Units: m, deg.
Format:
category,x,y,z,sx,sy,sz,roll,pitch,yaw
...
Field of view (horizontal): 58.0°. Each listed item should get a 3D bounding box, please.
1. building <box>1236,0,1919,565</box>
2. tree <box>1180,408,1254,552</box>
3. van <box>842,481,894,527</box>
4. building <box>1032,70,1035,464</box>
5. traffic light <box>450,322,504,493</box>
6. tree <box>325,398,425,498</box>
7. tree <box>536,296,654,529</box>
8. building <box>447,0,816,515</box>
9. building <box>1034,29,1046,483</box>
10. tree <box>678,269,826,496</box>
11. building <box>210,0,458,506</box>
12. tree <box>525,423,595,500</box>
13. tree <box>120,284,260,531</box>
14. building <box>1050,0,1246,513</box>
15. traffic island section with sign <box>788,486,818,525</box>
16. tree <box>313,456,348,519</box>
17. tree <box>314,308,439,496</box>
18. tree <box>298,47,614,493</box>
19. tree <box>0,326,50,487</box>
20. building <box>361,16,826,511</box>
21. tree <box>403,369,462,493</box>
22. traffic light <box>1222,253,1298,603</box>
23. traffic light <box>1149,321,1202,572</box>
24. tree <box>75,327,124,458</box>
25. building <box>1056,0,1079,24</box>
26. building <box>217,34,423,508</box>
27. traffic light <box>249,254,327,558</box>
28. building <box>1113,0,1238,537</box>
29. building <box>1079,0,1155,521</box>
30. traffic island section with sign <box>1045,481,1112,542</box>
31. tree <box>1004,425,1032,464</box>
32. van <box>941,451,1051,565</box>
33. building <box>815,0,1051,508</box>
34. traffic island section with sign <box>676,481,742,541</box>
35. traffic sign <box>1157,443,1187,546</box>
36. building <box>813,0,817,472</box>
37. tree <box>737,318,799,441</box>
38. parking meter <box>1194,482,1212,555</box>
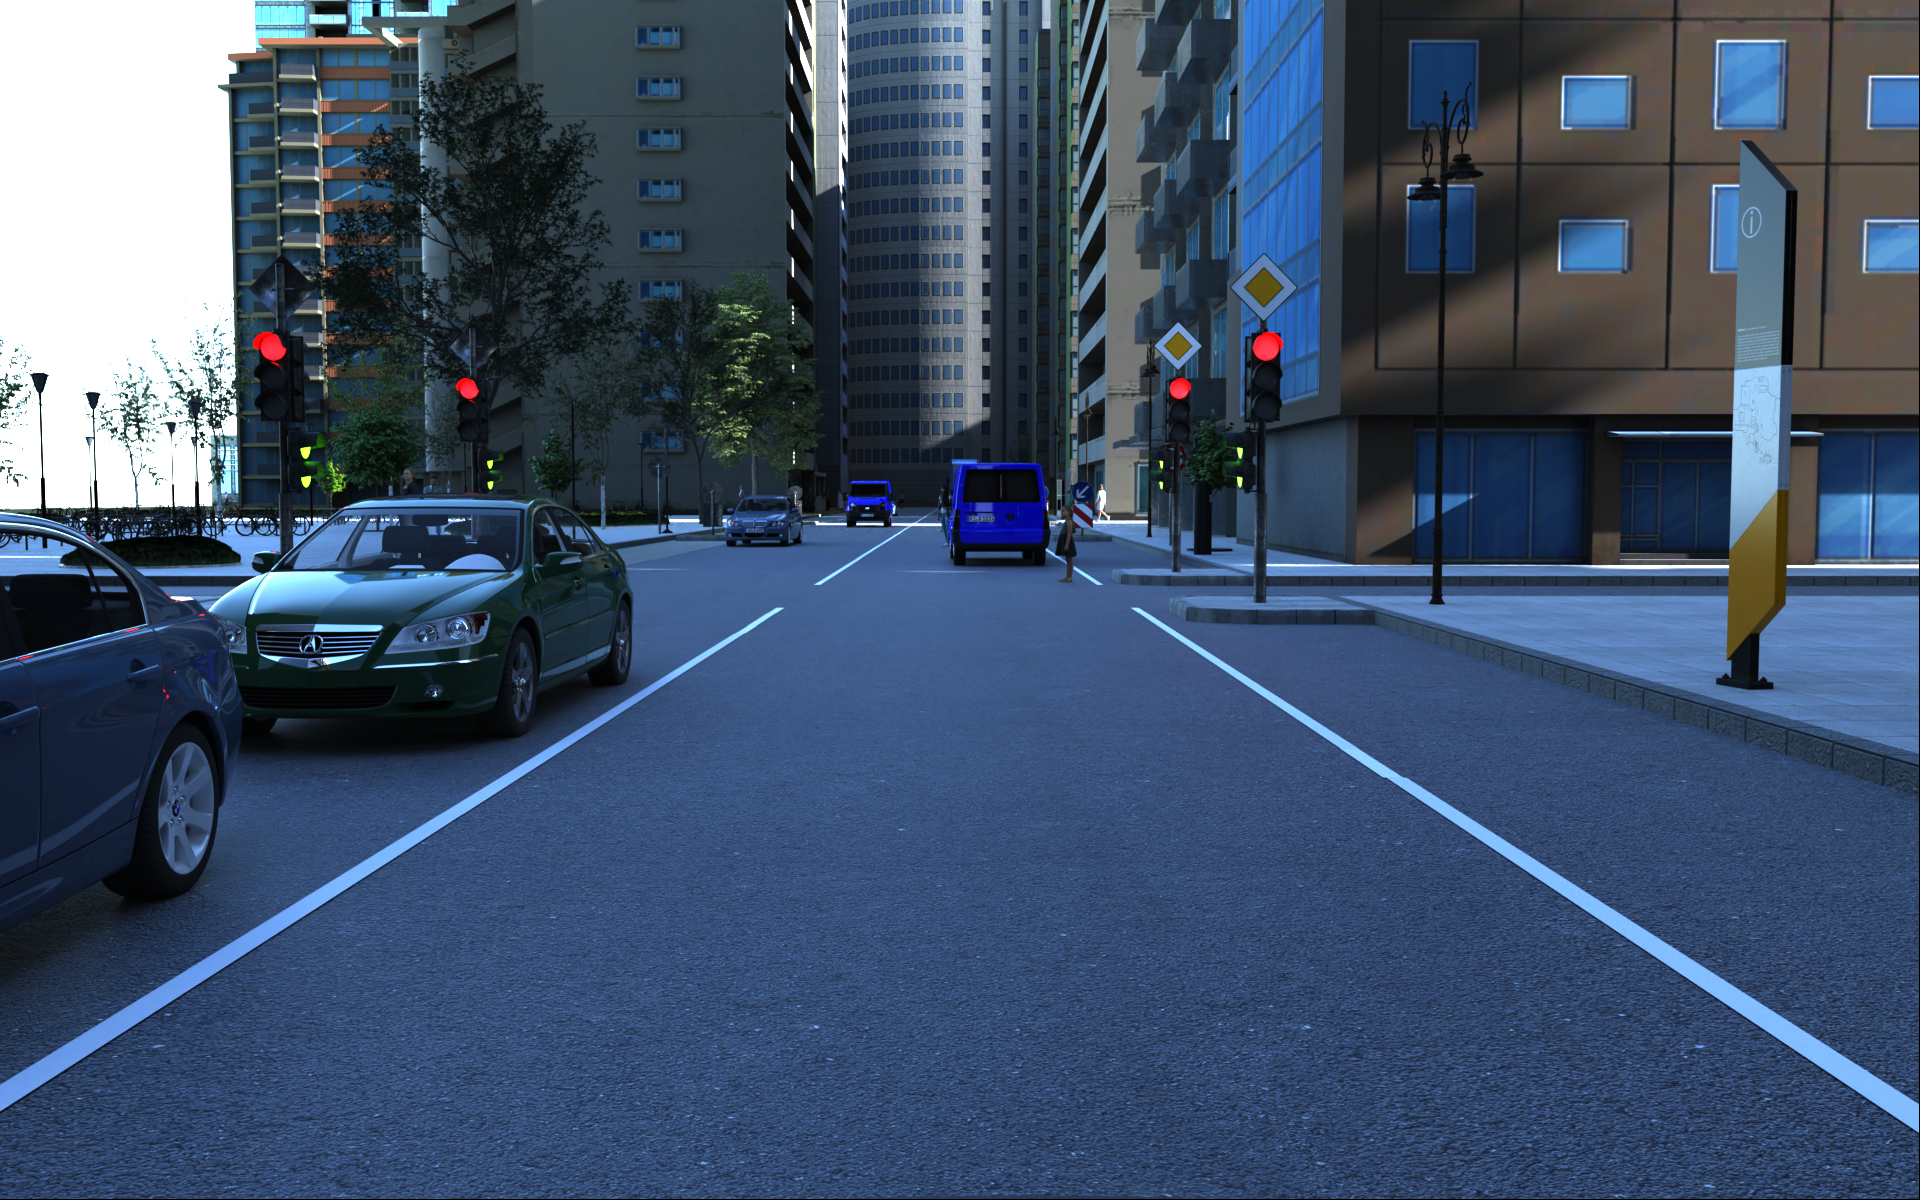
category,x,y,z,sx,sy,sz,roll,pitch,yaw
building,13.860,-23.628,36.423,14.200,45.320,14.600,0,3,0
tree,5.612,-2.707,38.862,1.663,3.219,1.824,0,3,0
van,-4.004,-4.427,76.770,2.240,2.365,5.245,0,4,-1
building,14.296,-31.824,170.427,14.600,45.320,14.200,0,3,0
traffic light,-7.928,-2.412,28.353,0.839,4.253,0.868,0,3,0
tree,-20.104,-4.630,59.416,4.285,4.588,4.351,0,3,0
tree,-13.224,-6.877,62.806,4.360,8.622,3.978,0,3,0
building,-21.163,-29.999,114.189,21.300,48.544,21.600,0,3,0
building,13.694,-28.913,156.328,14.154,41.232,14.086,0,3,0
tree,-10.853,-10.398,88.131,7.486,12.596,7.792,0,3,0
building,-66.024,-54.103,197.260,31.000,86.520,22.319,0,3,0
tree,-11.043,-3.205,47.010,1.663,3.219,1.824,0,3,0
tree,-25.886,-6.690,59.746,4.360,8.622,3.978,0,3,0
building,14.622,-30.090,142.086,14.600,45.320,14.200,0,3,0
traffic island section with sign,-7.608,-4.387,80.356,1.989,1.847,2.006,0,3,0
tree,-32.012,-5.725,88.198,1.663,3.219,1.824,0,3,0
tree,-21.922,-7.058,65.765,4.737,8.622,4.395,0,3,0
tree,-10.545,-6.294,37.322,8.767,10.594,7.601,1,4,18
tree,-34.049,-6.699,59.883,4.737,8.622,4.395,0,3,0
building,-27.208,-27.237,137.201,32.217,40.220,23.993,0,3,0
tree,-29.856,-9.159,100.115,4.360,8.622,3.978,0,3,0
traffic light,3.528,-1.924,20.375,0.839,4.253,0.868,0,3,0
traffic light,3.534,-2.412,28.360,0.839,4.253,0.868,0,3,0
tree,-36.206,-7.670,75.774,4.360,8.622,3.978,0,3,0
building,13.988,-27.187,128.095,14.154,41.232,14.086,0,3,0
building,-54.069,-31.398,167.975,28.867,44.769,22.147,0,3,0
traffic light,-7.933,-1.923,20.368,0.839,4.253,0.868,0,3,0
building,17.859,-26.818,58.080,23.786,49.044,30.456,0,3,0
building,17.657,-28.646,92.060,21.300,48.544,21.600,0,3,0
traffic island section with sign,3.595,-2.718,53.073,1.989,1.847,2.006,0,3,0
tree,6.502,-14.115,181.139,4.360,8.622,3.978,0,3,0
van,0.750,-1.963,36.487,2.240,2.365,5.245,0,4,-1
building,-1.157,-40.093,197.517,28.212,58.520,21.231,0,3,0
traffic island section with sign,-7.622,-2.738,53.401,1.989,1.847,2.006,0,3,0
traffic sign,5.254,-2.627,43.058,0.768,2.556,0.104,0,4,0
building,-25.154,-38.236,167.159,28.212,58.520,21.231,0,3,0
tree,-11.011,-8.549,74.192,8.767,10.594,7.601,0,3,0
parking meter,5.143,-1.728,36.659,0.372,1.533,0.369,0,3,0
